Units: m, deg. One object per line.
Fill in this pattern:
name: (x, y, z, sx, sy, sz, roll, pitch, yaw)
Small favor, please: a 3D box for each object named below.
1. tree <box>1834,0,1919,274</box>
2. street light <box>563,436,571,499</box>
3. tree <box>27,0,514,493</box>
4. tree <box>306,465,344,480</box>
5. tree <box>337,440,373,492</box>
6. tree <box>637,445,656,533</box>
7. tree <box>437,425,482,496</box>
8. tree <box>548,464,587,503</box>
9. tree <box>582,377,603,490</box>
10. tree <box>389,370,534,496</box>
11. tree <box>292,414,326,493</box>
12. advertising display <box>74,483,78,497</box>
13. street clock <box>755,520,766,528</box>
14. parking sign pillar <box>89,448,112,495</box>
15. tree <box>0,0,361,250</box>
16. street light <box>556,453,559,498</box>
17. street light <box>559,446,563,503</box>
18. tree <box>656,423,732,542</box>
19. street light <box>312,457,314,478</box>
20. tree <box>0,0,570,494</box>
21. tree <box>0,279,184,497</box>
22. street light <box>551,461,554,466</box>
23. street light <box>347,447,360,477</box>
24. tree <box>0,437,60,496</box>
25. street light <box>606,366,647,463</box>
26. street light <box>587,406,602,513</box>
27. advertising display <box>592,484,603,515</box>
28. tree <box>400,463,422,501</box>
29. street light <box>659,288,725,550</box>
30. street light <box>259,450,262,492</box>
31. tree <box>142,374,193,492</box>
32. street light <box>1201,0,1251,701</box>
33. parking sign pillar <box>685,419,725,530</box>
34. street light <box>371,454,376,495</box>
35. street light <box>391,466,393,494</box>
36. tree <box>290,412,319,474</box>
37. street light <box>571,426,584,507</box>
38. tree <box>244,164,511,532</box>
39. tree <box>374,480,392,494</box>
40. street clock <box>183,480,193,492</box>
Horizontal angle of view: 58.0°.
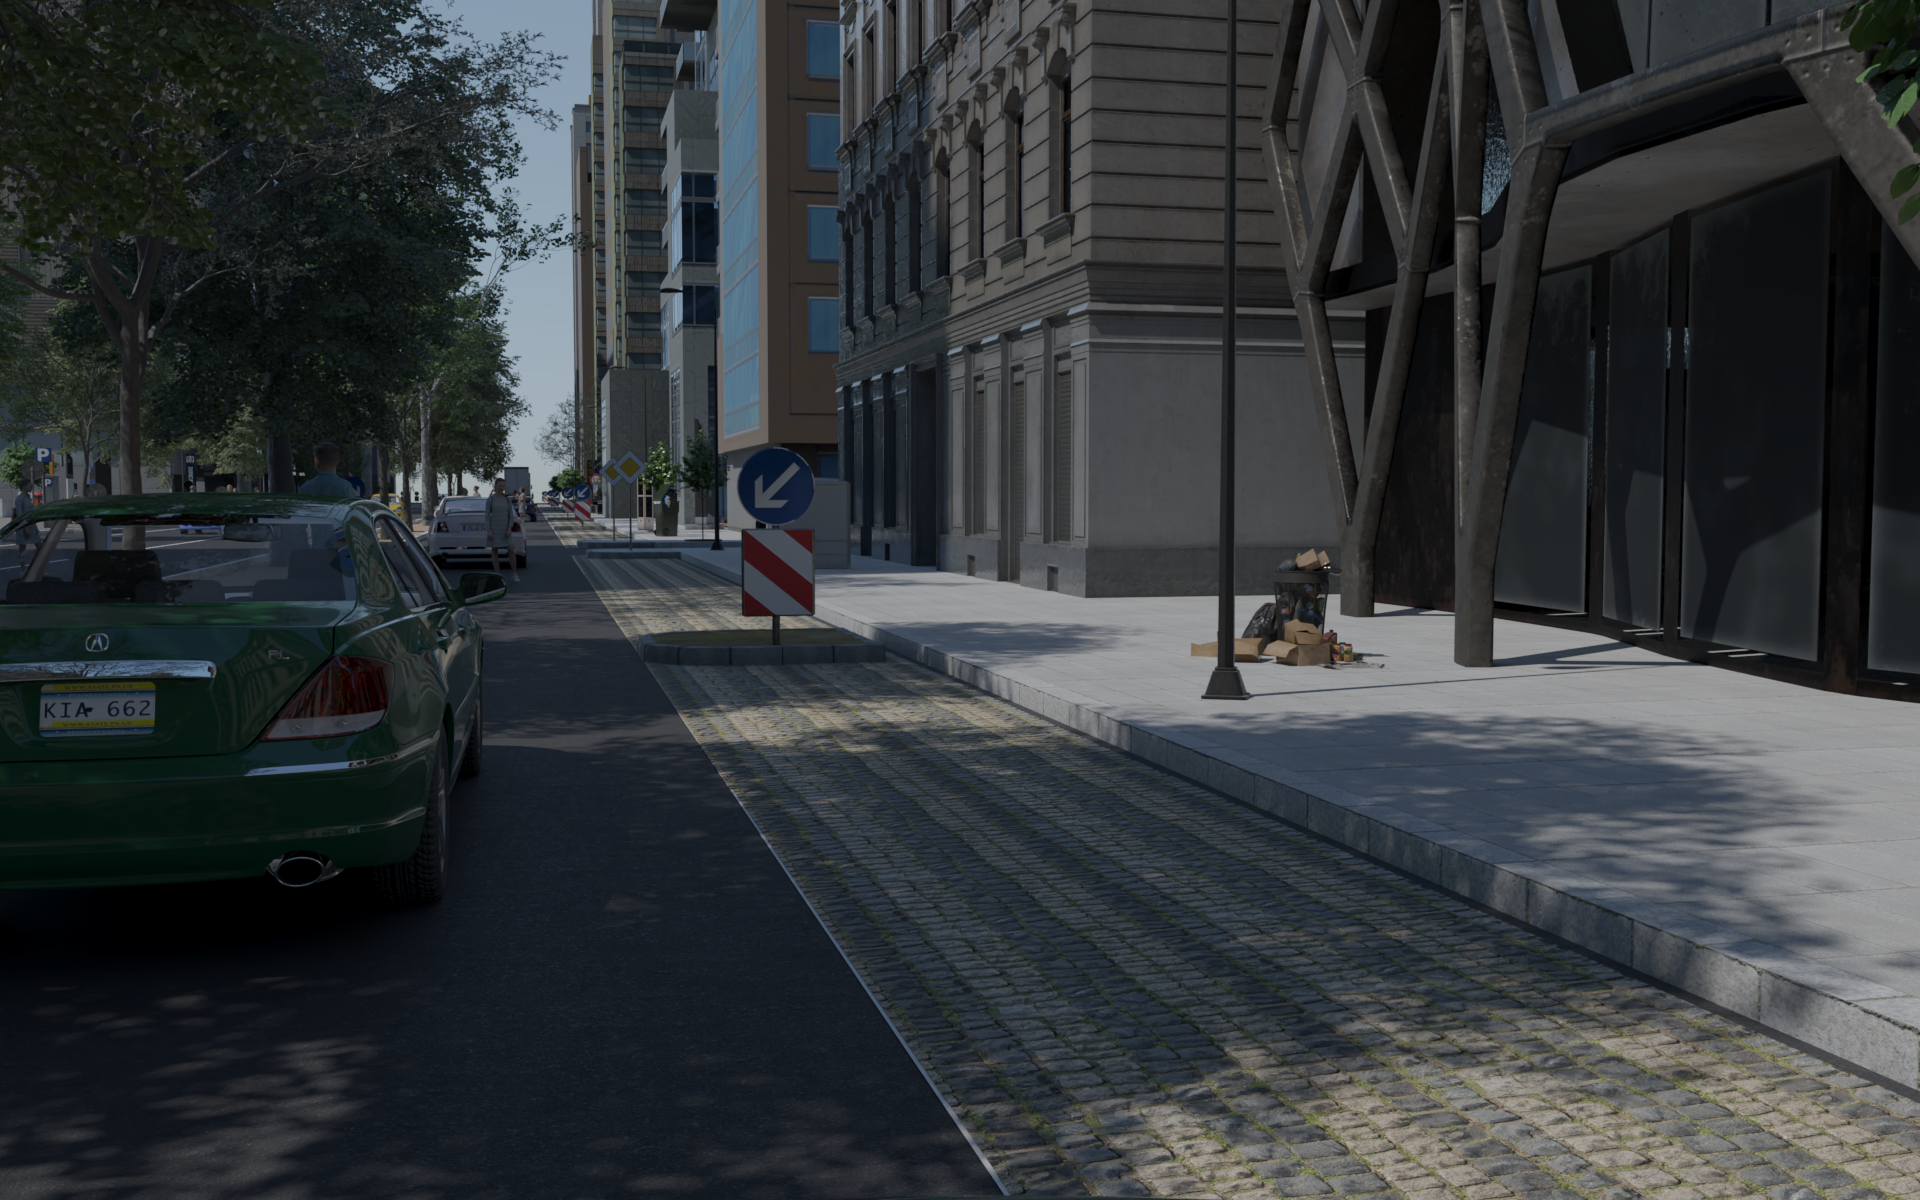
tree: (3.383, -1.224, 3.723, 4.285, 4.588, 4.351, 0, 3, 0)
street light: (-30.665, -10.136, 138.271, 1.470, 5.913, 1.316, -1, 4, -14)
tree: (-13.308, -7.623, 33.756, 9.857, 13.997, 8.962, 0, 3, 0)
tree: (-58.886, -10.820, 160.614, 4.285, 4.588, 4.351, 0, 3, 0)
tree: (-62.890, -14.047, 180.023, 4.360, 8.622, 3.978, 0, 3, 0)
tree: (-10.129, -3.883, 58.089, 1.663, 3.219, 1.824, 0, 3, 0)
tree: (-31.136, -9.377, 106.135, 4.737, 8.622, 4.395, 0, 3, 0)
tree: (-42.265, -12.521, 188.424, 4.285, 4.588, 4.351, 0, 3, 0)
tree: (-20.531, -9.322, 102.784, 4.360, 8.622, 3.978, 0, 3, 0)
tree: (-33.039, -11.906, 114.125, 9.611, 12.733, 9.660, 0, 3, 0)
tree: (-51.607, -11.328, 135.571, 4.737, 8.622, 4.395, 0, 3, 0)
advertising display: (-51.511, -5.836, 100.634, 0.123, 1.923, 0.974, 0, 4, -7)
street clock: (-4.218, -1.963, 36.663, 0.471, 2.002, 0.358, -3, 4, -38)
parking sign pillar: (-49.559, -6.814, 99.882, 1.447, 3.967, 1.447, 1, 4, 14)
tree: (-7.617, -5.530, 11.002, 7.486, 12.596, 7.792, 0, 3, 0)
street light: (-44.476, -13.564, 194.308, 1.470, 5.913, 1.316, -1, 4, -14)
street light: (-37.471, -11.842, 166.153, 1.470, 5.913, 1.316, -1, 4, -14)
tree: (-7.108, -3.204, 46.987, 1.663, 3.219, 1.824, 0, 3, 0)
street light: (-53.385, -10.515, 144.460, 1.470, 5.913, 1.316, -1, 4, -14)
tree: (-9.958, -6.587, 20.520, 12.009, 13.543, 11.850, 0, 3, 0)
tree: (-36.454, -8.437, 72.353, 7.601, 10.594, 8.767, 0, 4, -6)
street light: (-50.392, -15.013, 218.001, 1.470, 5.913, 1.316, -1, 4, -14)
street light: (-60.377, -12.221, 172.358, 1.470, 5.913, 1.316, -1, 4, -14)
tree: (-53.666, -7.087, 99.590, 4.285, 4.588, 4.351, 0, 3, 0)
street light: (-11.948, -5.522, 62.834, 1.470, 5.913, 1.316, -1, 4, -14)
street light: (-18.833, -7.248, 91.044, 1.470, 5.913, 1.316, -1, 4, -14)
advertising display: (-22.462, -6.296, 108.152, 0.974, 1.923, 0.123, -2, 4, -23)
tree: (-84.597, -19.380, 267.220, 4.360, 8.622, 3.978, 0, 3, 0)
street light: (-6.073, -4.080, 39.253, 1.470, 5.913, 1.316, -1, 4, -14)
street light: (-46.527, -8.810, 116.591, 1.470, 5.913, 1.316, -1, 4, -14)
tree: (-46.317, -9.210, 100.946, 4.737, 8.622, 4.395, 0, 3, 0)
street light: (1.149, -2.329, 10.620, 1.470, 5.913, 1.316, -1, 4, -14)
parking sign pillar: (-9.248, -4.539, 62.691, 1.447, 3.967, 1.447, 0, 4, 5)
street light: (-66.724, -13.803, 198.227, 1.470, 5.913, 1.316, -1, 4, -14)
street light: (-73.596, -15.508, 226.094, 1.470, 5.913, 1.316, -1, 4, -14)
tree: (-50.622, -11.035, 130.780, 4.360, 8.622, 3.978, 0, 3, 0)
street light: (-25.824, -8.971, 119.212, 1.470, 5.913, 1.316, -1, 4, -14)
tree: (-18.095, -7.691, 53.962, 9.928, 11.665, 9.643, 0, 3, 0)
tree: (-73.244, -13.762, 219.608, 1.663, 3.219, 1.824, 0, 3, 0)
street clock: (-40.819, -5.324, 91.614, 0.471, 2.002, 0.358, -2, 4, -30)
